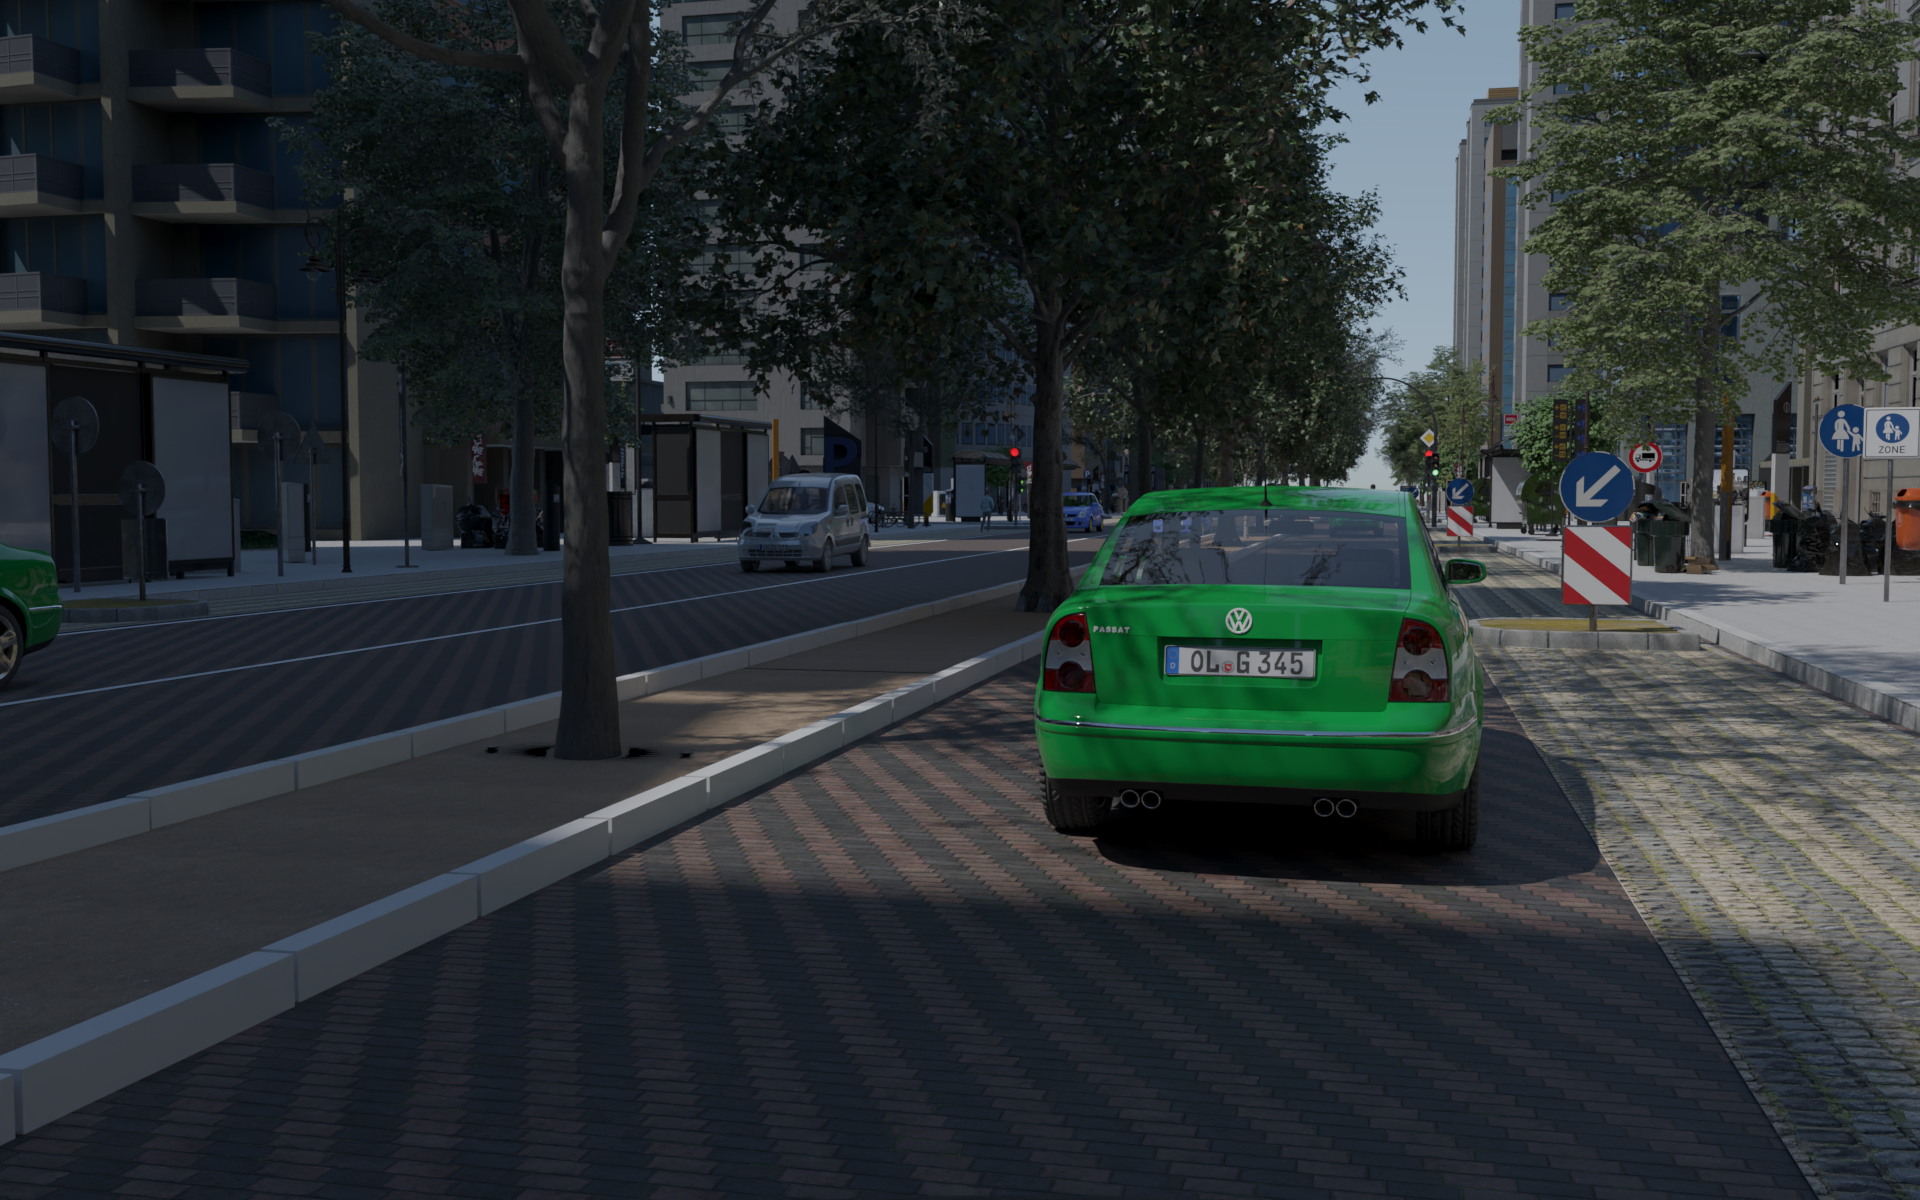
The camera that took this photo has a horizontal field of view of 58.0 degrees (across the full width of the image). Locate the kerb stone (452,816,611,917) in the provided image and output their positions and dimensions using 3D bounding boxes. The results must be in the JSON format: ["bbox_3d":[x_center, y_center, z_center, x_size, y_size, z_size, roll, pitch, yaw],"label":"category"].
[{"bbox_3d":[-1.563,0.970,6.366,0.120,0.150,1.000,1,4,13],"label":"kerb stone"}]

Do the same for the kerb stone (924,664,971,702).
[{"bbox_3d":[-0.114,0.601,12.363,0.120,0.150,1.000,1,4,13],"label":"kerb stone"}]

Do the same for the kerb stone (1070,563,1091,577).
[{"bbox_3d":[2.149,-0.520,30.788,0.120,0.150,1.000,1,4,13],"label":"kerb stone"}]

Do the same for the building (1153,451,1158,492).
[{"bbox_3d":[16.894,-31.819,203.835,14.154,41.232,14.086,1,4,13],"label":"building"}]

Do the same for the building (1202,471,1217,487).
[{"bbox_3d":[31.495,-27.482,294.371,27.650,21.520,28.899,1,4,13],"label":"building"}]

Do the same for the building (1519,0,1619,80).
[{"bbox_3d":[61.564,-37.631,157.261,21.231,58.520,28.212,1,4,13],"label":"building"}]

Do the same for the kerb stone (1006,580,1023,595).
[{"bbox_3d":[0.704,-0.158,24.787,0.120,0.150,1.000,1,4,13],"label":"kerb stone"}]

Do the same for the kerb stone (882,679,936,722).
[{"bbox_3d":[-0.358,0.663,11.360,0.120,0.150,1.000,1,4,13],"label":"kerb stone"}]

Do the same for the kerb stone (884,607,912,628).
[{"bbox_3d":[-0.732,0.213,18.803,0.120,0.150,1.000,1,4,13],"label":"kerb stone"}]

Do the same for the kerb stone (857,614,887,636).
[{"bbox_3d":[-0.969,0.275,17.809,0.120,0.150,1.000,1,4,13],"label":"kerb stone"}]

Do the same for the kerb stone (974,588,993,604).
[{"bbox_3d":[0.235,-0.037,22.797,0.120,0.150,1.000,1,4,13],"label":"kerb stone"}]

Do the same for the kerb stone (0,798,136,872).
[{"bbox_3d":[-3.598,0.943,6.840,0.120,0.150,1.000,1,4,13],"label":"kerb stone"}]

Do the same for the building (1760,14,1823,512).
[{"bbox_3d":[56.088,-26.308,84.753,28.867,44.769,22.147,1,4,13],"label":"building"}]

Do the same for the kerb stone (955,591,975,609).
[{"bbox_3d":[-0.010,0.025,21.793,0.120,0.150,1.000,1,4,13],"label":"kerb stone"}]

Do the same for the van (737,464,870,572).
[{"bbox_3d":[-2.948,-1.599,33.148,2.013,2.044,4.112,1,4,11],"label":"van"}]

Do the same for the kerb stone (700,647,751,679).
[{"bbox_3d":[-1.924,0.513,13.819,0.120,0.150,1.000,1,4,13],"label":"kerb stone"}]

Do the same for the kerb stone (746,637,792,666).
[{"bbox_3d":[-1.680,0.451,14.822,0.120,0.150,1.000,1,4,13],"label":"kerb stone"}]

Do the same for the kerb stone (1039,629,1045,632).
[{"bbox_3d":[0.844,0.358,16.350,0.120,0.150,1.000,1,4,13],"label":"kerb stone"}]

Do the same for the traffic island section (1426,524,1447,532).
[{"bbox_3d":[18.352,-2.735,66.991,2.009,0.180,2.903,1,4,13],"label":"traffic island section"}]

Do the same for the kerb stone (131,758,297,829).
[{"bbox_3d":[-3.370,0.878,7.841,0.120,0.150,1.000,1,4,13],"label":"kerb stone"}]

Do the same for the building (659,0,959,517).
[{"bbox_3d":[-8.474,-20.212,102.170,14.160,30.474,14.107,1,4,13],"label":"building"}]

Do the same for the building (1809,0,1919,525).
[{"bbox_3d":[30.985,-12.616,39.561,16.112,22.955,30.059,1,4,13],"label":"building"}]

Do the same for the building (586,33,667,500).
[{"bbox_3d":[-34.787,-31.725,107.938,27.495,52.752,28.713,1,4,13],"label":"building"}]

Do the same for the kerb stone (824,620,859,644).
[{"bbox_3d":[-1.211,0.329,16.816,0.120,0.150,1.000,1,4,13],"label":"kerb stone"}]

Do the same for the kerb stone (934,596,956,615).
[{"bbox_3d":[-0.249,0.091,20.792,0.120,0.150,1.000,1,4,13],"label":"kerb stone"}]

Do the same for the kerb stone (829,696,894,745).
[{"bbox_3d":[-0.601,0.724,10.367,0.120,0.150,1.000,1,4,13],"label":"kerb stone"}]

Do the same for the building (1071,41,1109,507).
[{"bbox_3d":[6.088,-31.311,162.051,14.600,45.320,14.200,1,4,13],"label":"building"}]

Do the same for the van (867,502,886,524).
[{"bbox_3d":[-5.292,-4.216,75.950,4.112,2.044,2.013,1,4,14],"label":"van"}]

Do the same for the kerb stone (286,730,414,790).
[{"bbox_3d":[-3.125,0.818,8.834,0.120,0.150,1.000,1,4,13],"label":"kerb stone"}]

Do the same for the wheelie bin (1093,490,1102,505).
[{"bbox_3d":[9.449,-6.831,119.598,0.693,1.594,0.980,1,4,15],"label":"wheelie bin"}]

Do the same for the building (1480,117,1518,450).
[{"bbox_3d":[68.763,-33.790,202.577,14.600,45.320,14.200,1,4,13],"label":"building"}]

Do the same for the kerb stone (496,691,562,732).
[{"bbox_3d":[-2.649,0.695,10.830,0.120,0.150,1.000,1,4,13],"label":"kerb stone"}]

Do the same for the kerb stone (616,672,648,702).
[{"bbox_3d":[-2.408,0.634,11.824,0.120,0.150,1.000,1,4,13],"label":"kerb stone"}]

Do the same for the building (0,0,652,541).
[{"bbox_3d":[-26.419,-24.514,55.429,28.867,44.769,22.147,1,4,13],"label":"building"}]

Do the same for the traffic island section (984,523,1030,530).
[{"bbox_3d":[2.268,-2.970,70.846,2.009,0.180,2.903,1,4,13],"label":"traffic island section"}]

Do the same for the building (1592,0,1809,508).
[{"bbox_3d":[56.287,-49.668,124.741,22.319,86.520,31.000,1,4,13],"label":"building"}]

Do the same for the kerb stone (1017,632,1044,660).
[{"bbox_3d":[0.603,0.421,15.356,0.120,0.150,1.000,1,4,13],"label":"kerb stone"}]

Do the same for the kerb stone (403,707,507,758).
[{"bbox_3d":[-2.888,0.758,9.836,0.120,0.150,1.000,1,4,13],"label":"kerb stone"}]

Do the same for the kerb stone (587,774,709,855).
[{"bbox_3d":[-1.320,0.907,7.361,0.120,0.150,1.000,1,4,13],"label":"kerb stone"}]

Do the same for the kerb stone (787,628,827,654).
[{"bbox_3d":[-1.445,0.390,15.817,0.120,0.150,1.000,1,4,13],"label":"kerb stone"}]

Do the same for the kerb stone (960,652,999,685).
[{"bbox_3d":[0.119,0.541,13.358,0.120,0.150,1.000,1,4,13],"label":"kerb stone"}]

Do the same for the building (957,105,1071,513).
[{"bbox_3d":[-4.294,-35.978,130.244,21.231,58.520,28.212,1,4,13],"label":"building"}]

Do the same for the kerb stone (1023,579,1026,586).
[{"bbox_3d":[0.952,-0.218,25.779,0.120,0.150,1.000,1,4,13],"label":"kerb stone"}]

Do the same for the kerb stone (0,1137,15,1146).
[{"bbox_3d":[-2.275,1.156,3.374,0.120,0.150,1.000,1,4,13],"label":"kerb stone"}]

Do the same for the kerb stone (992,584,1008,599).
[{"bbox_3d":[0.468,-0.090,23.793,0.120,0.150,1.000,1,4,13],"label":"kerb stone"}]

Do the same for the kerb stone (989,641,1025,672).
[{"bbox_3d":[0.358,0.479,14.364,0.120,0.150,1.000,1,4,13],"label":"kerb stone"}]

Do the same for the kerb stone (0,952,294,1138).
[{"bbox_3d":[-2.035,1.092,4.368,0.120,0.150,1.000,1,4,13],"label":"kerb stone"}]

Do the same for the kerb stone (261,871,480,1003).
[{"bbox_3d":[-1.804,1.032,5.373,0.120,0.150,1.000,1,4,13],"label":"kerb stone"}]

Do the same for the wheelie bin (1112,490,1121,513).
[{"bbox_3d":[10.797,-6.818,119.379,0.693,1.594,0.980,0,4,-5],"label":"wheelie bin"}]

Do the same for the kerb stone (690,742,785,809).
[{"bbox_3d":[-1.078,0.846,8.362,0.120,0.150,1.000,1,4,13],"label":"kerb stone"}]

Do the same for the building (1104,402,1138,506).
[{"bbox_3d":[5.141,-20.800,185.124,27.650,21.520,28.899,1,4,13],"label":"building"}]

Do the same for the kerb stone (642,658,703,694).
[{"bbox_3d":[-2.164,0.574,12.818,0.120,0.150,1.000,1,4,13],"label":"kerb stone"}]

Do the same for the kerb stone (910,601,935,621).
[{"bbox_3d":[-0.496,0.147,19.800,0.120,0.150,1.000,1,4,13],"label":"kerb stone"}]

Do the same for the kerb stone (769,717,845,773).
[{"bbox_3d":[-0.843,0.787,9.365,0.120,0.150,1.000,1,4,13],"label":"kerb stone"}]
